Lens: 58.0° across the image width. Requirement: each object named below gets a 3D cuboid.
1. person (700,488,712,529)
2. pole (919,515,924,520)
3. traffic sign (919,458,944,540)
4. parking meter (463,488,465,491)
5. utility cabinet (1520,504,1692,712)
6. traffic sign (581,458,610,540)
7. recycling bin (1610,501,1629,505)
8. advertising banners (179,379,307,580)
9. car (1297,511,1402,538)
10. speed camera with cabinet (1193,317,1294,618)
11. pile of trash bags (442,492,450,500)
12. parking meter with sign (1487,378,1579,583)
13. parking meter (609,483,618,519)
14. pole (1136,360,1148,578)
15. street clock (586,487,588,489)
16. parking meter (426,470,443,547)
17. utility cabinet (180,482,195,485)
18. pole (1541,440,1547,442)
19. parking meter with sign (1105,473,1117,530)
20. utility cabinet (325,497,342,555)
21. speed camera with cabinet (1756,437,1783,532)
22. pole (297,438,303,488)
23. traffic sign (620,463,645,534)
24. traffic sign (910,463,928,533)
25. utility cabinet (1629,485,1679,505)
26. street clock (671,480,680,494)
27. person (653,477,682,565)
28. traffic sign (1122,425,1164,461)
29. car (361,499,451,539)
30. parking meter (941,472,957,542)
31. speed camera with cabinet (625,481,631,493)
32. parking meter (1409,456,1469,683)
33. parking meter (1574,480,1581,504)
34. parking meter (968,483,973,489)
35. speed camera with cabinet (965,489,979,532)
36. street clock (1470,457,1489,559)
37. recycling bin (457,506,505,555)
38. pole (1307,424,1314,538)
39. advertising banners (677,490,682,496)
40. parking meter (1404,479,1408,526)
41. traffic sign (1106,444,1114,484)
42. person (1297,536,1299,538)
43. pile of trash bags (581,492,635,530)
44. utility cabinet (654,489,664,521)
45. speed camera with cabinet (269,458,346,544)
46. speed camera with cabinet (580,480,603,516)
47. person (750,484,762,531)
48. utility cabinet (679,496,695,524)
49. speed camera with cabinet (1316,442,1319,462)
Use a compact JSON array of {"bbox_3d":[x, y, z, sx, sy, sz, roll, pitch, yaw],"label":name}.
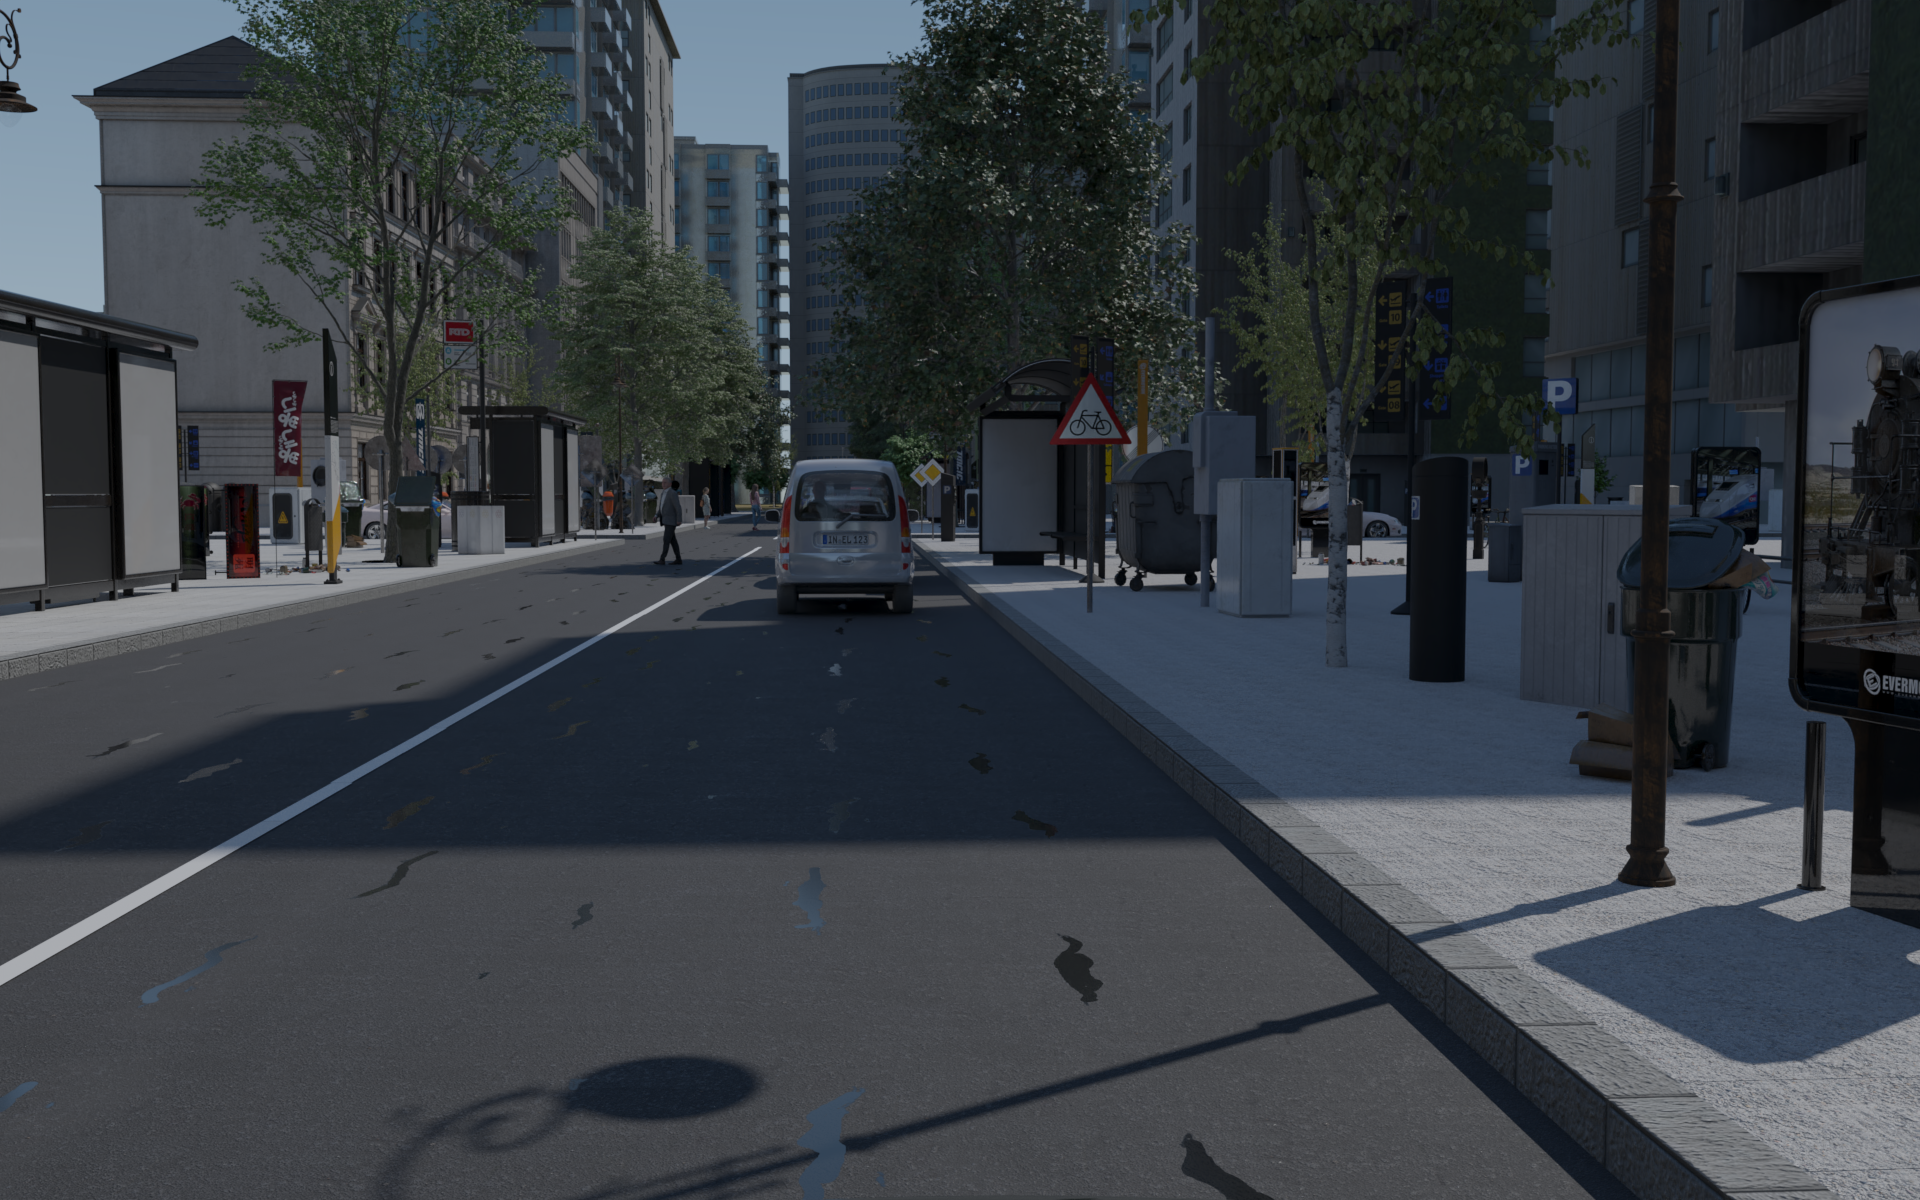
[{"bbox_3d":[-10.483,-3.793,71.513,0.522,1.701,0.512,-2,4,-33],"label":"person"},{"bbox_3d":[-1.912,-5.641,86.073,0.158,3.312,0.155,0,3,0],"label":"pole"},{"bbox_3d":[-0.762,-2.742,48.478,0.795,2.450,0.064,0,4,-3],"label":"traffic sign"},{"bbox_3d":[-13.332,-2.375,47.250,0.372,1.533,0.369,0,3,0],"label":"parking meter"},{"bbox_3d":[3.850,0.046,10.408,0.306,1.237,1.020,-2,4,-29],"label":"utility cabinet"},{"bbox_3d":[-10.090,-2.709,47.932,0.795,2.450,0.064,0,4,-3],"label":"traffic sign"},{"bbox_3d":[24.458,-3.135,63.818,0.722,1.027,0.722,-3,4,-36],"label":"recycling bin"},{"bbox_3d":[-10.905,-1.835,26.196,2.074,3.025,0.090,-2,4,-35],"label":"advertising banners"},{"bbox_3d":[11.075,-2.483,52.959,4.827,1.381,2.083,0,4,-3],"label":"car"},{"bbox_3d":[3.065,-1.499,18.841,0.660,3.252,2.038,0,4,-6],"label":"speed camera with cabinet"},{"bbox_3d":[-19.221,-3.552,67.830,3.447,1.369,1.912,2,4,24],"label":"pile of trash bags"},{"bbox_3d":[8.445,-1.795,25.603,1.738,3.016,0.543,-3,5,-43],"label":"parking meter with sign"},{"bbox_3d":[-18.041,-5.169,90.232,0.255,1.863,0.399,3,4,38],"label":"parking meter"},{"bbox_3d":[2.786,-1.996,26.480,0.158,3.312,0.155,0,3,0],"label":"pole"},{"bbox_3d":[-20.031,-5.467,93.959,0.471,2.002,0.358,1,4,9],"label":"street clock"},{"bbox_3d":[-12.653,-2.195,41.604,0.399,1.863,0.255,-2,4,-29],"label":"parking meter"},{"bbox_3d":[-13.931,-1.373,31.126,0.318,1.500,1.173,-2,4,-29],"label":"utility cabinet"},{"bbox_3d":[22.113,-4.394,65.692,0.158,3.312,0.155,0,3,0],"label":"pole"},{"bbox_3d":[5.967,-4.016,61.920,1.738,3.016,0.543,-1,4,-16],"label":"parking meter with sign"},{"bbox_3d":[-13.386,-1.582,37.024,0.306,1.237,1.020,-1,4,-22],"label":"utility cabinet"},{"bbox_3d":[27.916,-3.975,59.333,0.660,3.252,2.038,-1,4,-15],"label":"speed camera with cabinet"},{"bbox_3d":[-24.162,-4.255,63.407,0.158,3.312,0.155,0,3,0],"label":"pole"},{"bbox_3d":[-10.576,-3.196,55.902,0.795,2.450,0.064,0,4,-3],"label":"traffic sign"},{"bbox_3d":[-1.248,-3.230,56.448,0.795,2.450,0.064,0,4,-3],"label":"traffic sign"},{"bbox_3d":[17.520,-2.143,43.722,1.173,1.500,0.318,0,4,-7],"label":"utility cabinet"},{"bbox_3d":[-15.089,-5.338,91.841,0.471,2.002,0.358,-1,4,-10],"label":"street clock"},{"bbox_3d":[-5.927,-1.590,34.893,0.661,1.777,0.834,3,5,41],"label":"person"},{"bbox_3d":[3.343,-1.935,31.744,0.768,2.556,0.104,0,4,4],"label":"traffic sign"},{"bbox_3d":[-15.493,-2.349,50.762,4.827,1.381,2.083,0,4,-3],"label":"car"},{"bbox_3d":[-0.304,-2.507,46.705,0.399,1.863,0.255,1,4,14],"label":"parking meter"},{"bbox_3d":[-19.517,-6.725,104.297,0.660,3.252,2.038,1,4,14],"label":"speed camera with cabinet"},{"bbox_3d":[3.293,-0.214,11.915,0.372,1.533,0.369,0,3,0],"label":"parking meter"},{"bbox_3d":[25.396,-4.002,71.145,0.255,1.863,0.399,1,4,10],"label":"parking meter"},{"bbox_3d":[0.562,-5.380,93.666,0.255,1.863,0.399,-1,4,-13],"label":"parking meter"},{"bbox_3d":[0.985,-3.931,58.613,0.660,3.252,2.038,-3,4,-37],"label":"speed camera with cabinet"},{"bbox_3d":[10.240,-1.810,34.158,0.358,2.002,0.471,2,4,28],"label":"street clock"},{"bbox_3d":[-10.214,-1.492,36.941,0.722,1.027,0.722,3,4,36],"label":"recycling bin"},{"bbox_3d":[10.159,-3.446,50.190,0.158,3.312,0.155,0,3,0],"label":"pole"},{"bbox_3d":[-17.059,-6.656,105.008,0.090,3.025,2.074,-2,4,-28],"label":"advertising banners"},{"bbox_3d":[17.826,-3.853,68.708,0.255,1.863,0.399,-1,4,-18],"label":"parking meter"},{"bbox_3d":[2.783,-3.080,44.238,2.265,3.308,0.079,0,4,-2],"label":"traffic sign"},{"bbox_3d":[10.594,-2.789,54.771,0.731,1.740,0.598,0,4,8],"label":"person"},{"bbox_3d":[-13.031,-3.323,64.076,1.912,1.369,3.447,-1,4,-12],"label":"pile of trash bags"},{"bbox_3d":[-14.539,-4.575,83.488,1.173,1.500,0.318,-2,4,-28],"label":"utility cabinet"},{"bbox_3d":[-16.670,-3.051,44.220,2.038,3.252,0.660,1,4,22],"label":"speed camera with cabinet"},{"bbox_3d":[-23.520,-7.023,109.169,2.038,3.252,0.660,1,4,23],"label":"speed camera with cabinet"},{"bbox_3d":[-7.929,-3.602,67.397,0.555,1.821,0.388,2,4,27],"label":"person"},{"bbox_3d":[-12.036,-3.915,75.168,1.020,1.237,0.306,0,4,-1],"label":"utility cabinet"},{"bbox_3d":[12.097,-3.918,58.401,0.660,3.252,2.038,1,4,22],"label":"speed camera with cabinet"}]
